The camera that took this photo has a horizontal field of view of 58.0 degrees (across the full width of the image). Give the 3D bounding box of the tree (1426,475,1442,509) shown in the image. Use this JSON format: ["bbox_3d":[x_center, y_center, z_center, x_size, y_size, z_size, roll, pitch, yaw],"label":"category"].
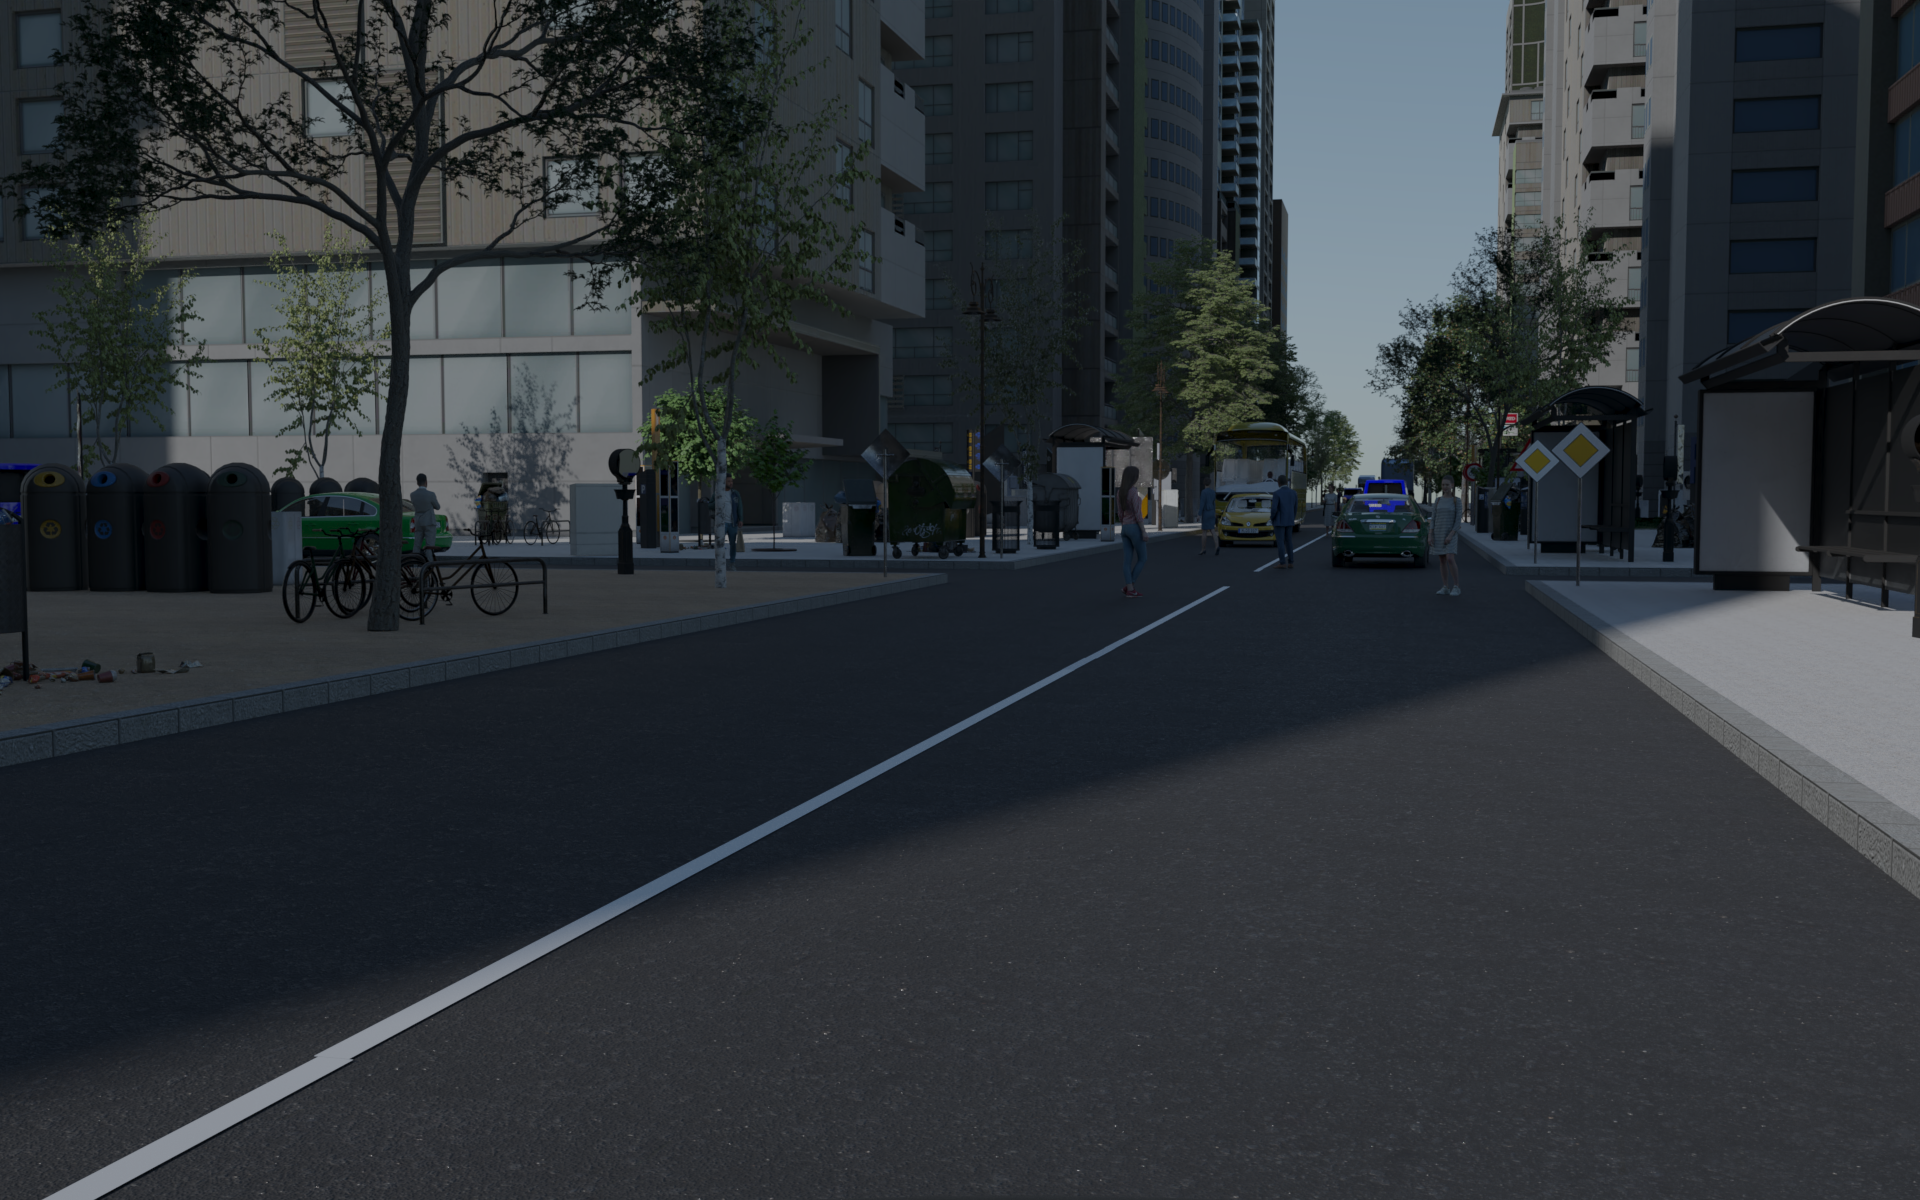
[{"bbox_3d":[40.656,-9.378,147.927,1.663,3.219,1.824,0,3,0],"label":"tree"}]

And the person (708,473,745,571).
[{"bbox_3d":[-4.255,-1.437,31.981,0.794,1.824,0.713,0,4,1],"label":"person"}]

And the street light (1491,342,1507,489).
[{"bbox_3d":[16.382,-4.884,52.649,0.468,5.910,1.993,1,4,14],"label":"street light"}]

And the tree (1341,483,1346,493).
[{"bbox_3d":[55.274,-15.747,252.067,1.663,3.219,1.824,0,3,0],"label":"tree"}]

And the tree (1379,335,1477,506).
[{"bbox_3d":[52.507,-20.300,187.799,12.611,20.169,13.585,0,3,0],"label":"tree"}]

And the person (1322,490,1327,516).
[{"bbox_3d":[23.496,-6.226,111.116,0.721,1.723,1.217,3,4,36],"label":"person"}]

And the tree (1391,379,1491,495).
[{"bbox_3d":[45.706,-15.485,163.547,12.009,13.543,11.850,0,3,0],"label":"tree"}]

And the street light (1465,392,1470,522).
[{"bbox_3d":[22.880,-6.445,78.158,0.468,5.910,1.993,1,4,14],"label":"street light"}]

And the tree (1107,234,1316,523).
[{"bbox_3d":[10.521,-9.659,76.059,7.486,12.596,7.792,0,3,0],"label":"tree"}]

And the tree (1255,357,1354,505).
[{"bbox_3d":[23.700,-12.415,128.747,9.928,11.665,9.643,0,3,0],"label":"tree"}]

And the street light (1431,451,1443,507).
[{"bbox_3d":[41.820,-10.959,151.968,0.468,5.910,1.993,1,4,14],"label":"street light"}]

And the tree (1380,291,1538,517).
[{"bbox_3d":[28.251,-10.960,96.212,9.611,12.733,9.660,0,3,0],"label":"tree"}]

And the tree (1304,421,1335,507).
[{"bbox_3d":[35.741,-13.695,174.270,4.360,8.622,3.978,0,3,0],"label":"tree"}]

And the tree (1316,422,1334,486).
[{"bbox_3d":[17.302,-11.323,103.257,7.486,12.596,7.792,0,3,0],"label":"tree"}]

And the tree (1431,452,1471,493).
[{"bbox_3d":[30.805,-7.568,107.450,4.285,4.588,4.351,0,3,0],"label":"tree"}]

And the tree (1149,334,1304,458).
[{"bbox_3d":[14.527,-9.707,93.115,8.767,10.594,7.601,-1,4,-21],"label":"tree"}]

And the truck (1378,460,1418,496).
[{"bbox_3d":[31.363,-8.264,124.870,2.967,4.110,18.799,1,4,15],"label":"truck"}]

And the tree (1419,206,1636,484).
[{"bbox_3d":[15.165,-5.757,44.497,4.737,8.622,4.395,0,3,0],"label":"tree"}]

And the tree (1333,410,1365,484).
[{"bbox_3d":[50.595,-19.250,232.857,7.486,12.596,7.792,0,3,0],"label":"tree"}]

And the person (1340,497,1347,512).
[{"bbox_3d":[15.940,-3.620,71.937,0.306,1.304,0.590,0,4,-2],"label":"person"}]

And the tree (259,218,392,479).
[{"bbox_3d":[-17.135,-5.883,46.552,4.737,8.622,4.395,0,3,0],"label":"tree"}]

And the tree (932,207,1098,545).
[{"bbox_3d":[1.555,-5.709,43.700,4.360,8.622,3.978,0,3,0],"label":"tree"}]

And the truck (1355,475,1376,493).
[{"bbox_3d":[59.377,-15.999,251.346,2.967,4.110,18.799,1,4,16],"label":"truck"}]

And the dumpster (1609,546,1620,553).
[{"bbox_3d":[14.225,-2.019,38.766,1.264,1.857,1.865,1,4,14],"label":"dumpster"}]

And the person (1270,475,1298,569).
[{"bbox_3d":[6.242,-1.506,33.312,0.721,1.800,0.419,-2,4,-34],"label":"person"}]

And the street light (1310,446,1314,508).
[{"bbox_3d":[32.750,-11.513,161.020,0.468,5.910,1.993,1,4,14],"label":"street light"}]

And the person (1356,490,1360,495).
[{"bbox_3d":[27.348,-6.680,118.656,0.436,1.711,0.756,-2,4,-33],"label":"person"}]

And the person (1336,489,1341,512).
[{"bbox_3d":[23.639,-6.107,108.792,0.568,1.767,0.683,1,4,15],"label":"person"}]

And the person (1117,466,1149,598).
[{"bbox_3d":[2.407,-0.947,23.991,0.388,1.821,0.555,-3,5,-39],"label":"person"}]

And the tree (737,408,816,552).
[{"bbox_3d":[-4.048,-2.708,38.871,1.663,3.219,1.824,0,3,0],"label":"tree"}]

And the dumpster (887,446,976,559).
[{"bbox_3d":[-0.623,-1.977,34.810,1.502,2.255,1.985,1,4,14],"label":"dumpster"}]

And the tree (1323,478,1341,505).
[{"bbox_3d":[44.785,-13.158,209.733,1.663,3.219,1.824,0,3,0],"label":"tree"}]

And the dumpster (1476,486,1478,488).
[{"bbox_3d":[23.939,-4.441,78.366,1.264,1.857,1.865,1,4,14],"label":"dumpster"}]

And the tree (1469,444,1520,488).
[{"bbox_3d":[20.035,-4.346,65.659,1.663,3.219,1.824,0,3,0],"label":"tree"}]

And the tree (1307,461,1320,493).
[{"bbox_3d":[28.352,-9.868,145.052,4.285,4.588,4.351,0,3,0],"label":"tree"}]

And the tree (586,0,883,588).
[{"bbox_3d":[-3.213,-4.487,23.731,4.737,8.622,4.395,0,3,0],"label":"tree"}]

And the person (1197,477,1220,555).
[{"bbox_3d":[5.828,-1.962,40.606,0.581,1.822,0.654,-2,4,-23],"label":"person"}]

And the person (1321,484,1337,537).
[{"bbox_3d":[12.336,-2.985,57.875,0.480,1.755,0.524,2,4,26],"label":"person"}]

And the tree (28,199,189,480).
[{"bbox_3d":[-20.676,-5.627,42.357,4.737,8.622,4.395,0,3,0],"label":"tree"}]

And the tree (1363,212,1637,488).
[{"bbox_3d":[17.889,-7.577,58.295,8.767,10.594,7.601,0,4,4],"label":"tree"}]

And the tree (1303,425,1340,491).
[{"bbox_3d":[37.595,-14.151,181.731,4.737,8.622,4.395,0,3,0],"label":"tree"}]

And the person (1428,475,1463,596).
[{"bbox_3d":[6.942,-0.928,24.680,0.512,1.701,0.522,3,5,41],"label":"person"}]

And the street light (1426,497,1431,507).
[{"bbox_3d":[48.403,-12.539,177.795,0.468,5.910,1.993,1,4,14],"label":"street light"}]

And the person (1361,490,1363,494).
[{"bbox_3d":[35.569,-8.826,153.361,0.990,1.755,0.434,-1,4,-15],"label":"person"}]

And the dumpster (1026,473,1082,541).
[{"bbox_3d":[2.582,-2.578,47.916,1.264,1.857,1.865,1,4,14],"label":"dumpster"}]

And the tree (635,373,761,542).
[{"bbox_3d":[-7.053,-3.862,46.864,4.285,4.588,4.351,0,3,0],"label":"tree"}]

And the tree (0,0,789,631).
[{"bbox_3d":[-5.073,-4.987,15.955,7.601,10.594,8.767,0,4,-4],"label":"tree"}]

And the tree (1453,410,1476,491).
[{"bbox_3d":[38.917,-11.328,135.573,4.360,8.622,3.978,0,3,0],"label":"tree"}]

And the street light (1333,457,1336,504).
[{"bbox_3d":[46.639,-14.832,215.292,0.468,5.910,1.993,1,4,14],"label":"street light"}]

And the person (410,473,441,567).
[{"bbox_3d":[-9.497,-1.353,30.803,0.511,1.800,0.466,0,4,0],"label":"person"}]
